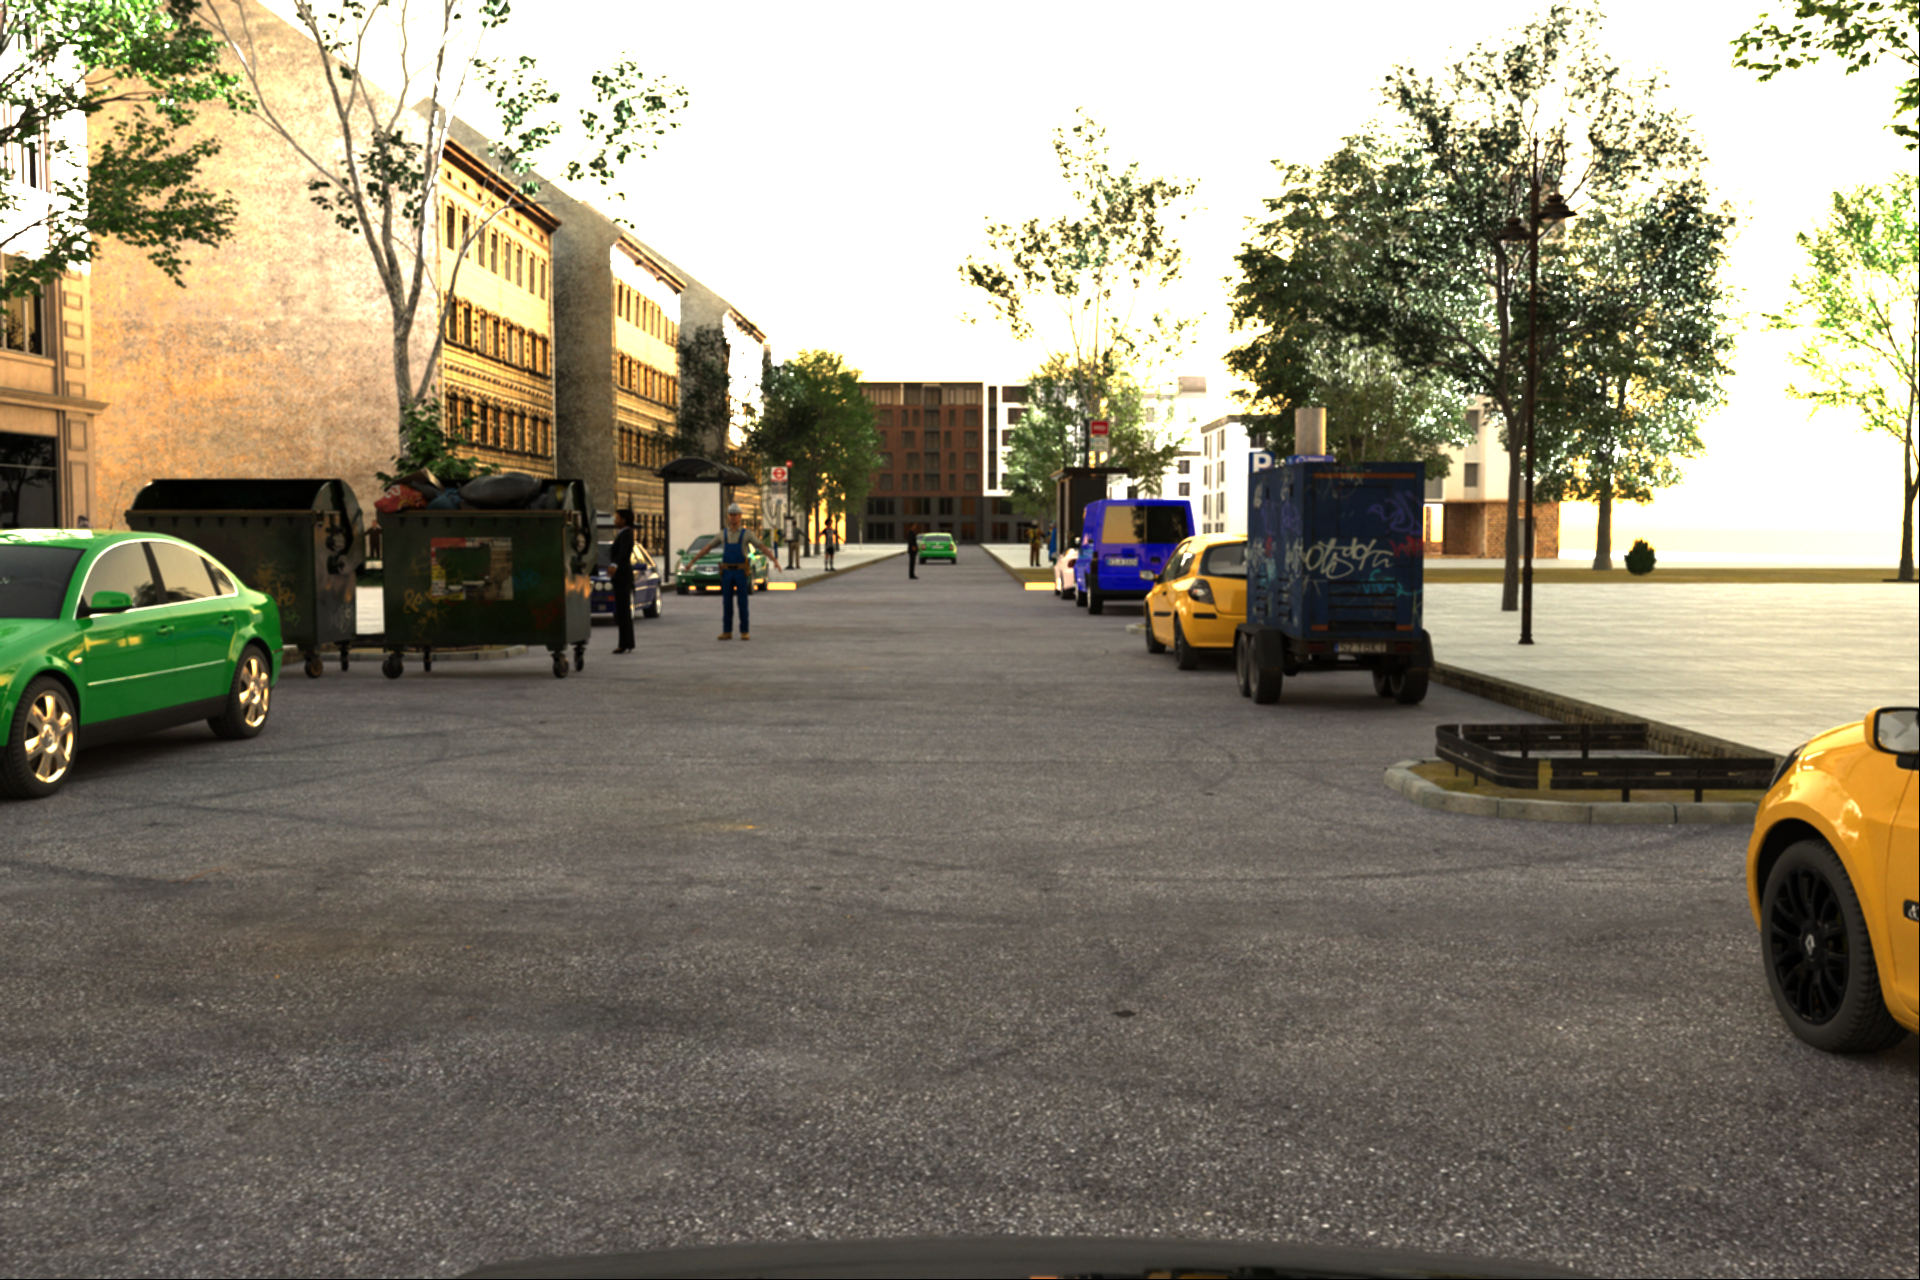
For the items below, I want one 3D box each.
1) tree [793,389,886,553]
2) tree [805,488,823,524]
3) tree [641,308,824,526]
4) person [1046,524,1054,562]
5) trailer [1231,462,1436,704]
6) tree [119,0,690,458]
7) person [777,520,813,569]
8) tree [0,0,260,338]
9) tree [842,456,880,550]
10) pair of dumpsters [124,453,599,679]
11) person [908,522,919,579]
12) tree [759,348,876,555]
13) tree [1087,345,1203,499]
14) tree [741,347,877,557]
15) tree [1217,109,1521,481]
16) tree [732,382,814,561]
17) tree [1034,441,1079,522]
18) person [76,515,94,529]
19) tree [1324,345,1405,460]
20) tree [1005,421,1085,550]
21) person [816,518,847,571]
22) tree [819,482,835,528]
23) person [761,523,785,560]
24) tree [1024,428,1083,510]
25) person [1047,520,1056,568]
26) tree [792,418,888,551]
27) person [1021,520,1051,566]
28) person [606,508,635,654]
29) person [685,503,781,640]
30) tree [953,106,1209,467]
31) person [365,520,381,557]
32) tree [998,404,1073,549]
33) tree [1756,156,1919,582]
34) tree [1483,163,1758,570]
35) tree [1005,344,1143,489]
[{"bbox_3d":[-8.729,-11.706,117.147,9.928,11.665,9.643,0,3,0],"label":"tree"},{"bbox_3d":[-22.214,-19.464,236.364,7.486,12.596,7.792,0,3,0],"label":"tree"},{"bbox_3d":[-9.153,-8.330,70.611,8.767,10.594,7.601,2,4,24],"label":"tree"},{"bbox_3d":[4.323,-4.500,80.031,0.721,1.772,1.216,3,5,40],"label":"person"},{"bbox_3d":[3.187,-0.525,15.632,1.471,1.999,3.904,0,3,0],"label":"trailer"},{"bbox_3d":[-11.589,-10.964,35.151,12.611,20.169,13.585,0,3,0],"label":"tree"},{"bbox_3d":[-6.122,-3.535,64.073,1.348,1.796,0.705,0,4,4],"label":"person"},{"bbox_3d":[-12.449,-5.801,20.603,9.928,11.665,9.643,0,3,0],"label":"tree"},{"bbox_3d":[-7.926,-11.717,141.930,4.360,8.622,3.978,0,3,0],"label":"tree"},{"bbox_3d":[-5.999,-0.771,17.563,4.436,2.255,1.574,0,4,1],"label":"pair of dumpsters"},{"bbox_3d":[-1.491,-2.861,55.455,0.704,1.802,1.346,0,4,3],"label":"person"},{"bbox_3d":[-9.142,-11.501,106.166,7.486,12.596,7.792,0,3,0],"label":"tree"},{"bbox_3d":[7.144,-7.208,68.217,4.737,8.622,4.395,0,3,0],"label":"tree"},{"bbox_3d":[-8.276,-10.363,95.187,9.928,11.665,9.643,0,3,0],"label":"tree"},{"bbox_3d":[12.035,-8.891,52.019,9.857,13.997,8.962,0,3,0],"label":"tree"},{"bbox_3d":[-8.910,-8.041,81.829,4.360,8.622,3.978,0,3,0],"label":"tree"},{"bbox_3d":[6.816,-10.801,126.966,4.360,8.622,3.978,0,3,0],"label":"tree"},{"bbox_3d":[-21.466,-2.184,42.418,0.621,1.740,0.551,0,4,-3],"label":"person"},{"bbox_3d":[14.422,-6.785,61.297,4.360,8.622,3.978,0,3,0],"label":"tree"},{"bbox_3d":[7.292,-12.416,137.421,8.767,10.594,7.601,3,5,45],"label":"tree"},{"bbox_3d":[-4.506,-3.292,59.972,1.345,1.843,0.704,-3,5,-45],"label":"person"},{"bbox_3d":[-17.728,-17.911,243.199,4.360,8.622,3.978,0,3,0],"label":"tree"},{"bbox_3d":[-9.119,-4.817,84.727,1.349,1.833,0.705,2,4,23],"label":"person"},{"bbox_3d":[6.486,-9.996,113.792,4.737,8.622,4.395,0,3,0],"label":"tree"},{"bbox_3d":[3.610,-3.674,66.192,0.704,1.817,1.347,-1,4,-14],"label":"person"},{"bbox_3d":[-9.173,-12.428,128.953,9.928,11.665,9.643,0,3,0],"label":"tree"},{"bbox_3d":[2.988,-3.849,68.695,1.354,1.858,0.705,2,4,32],"label":"person"},{"bbox_3d":[-4.131,-0.715,20.864,0.721,1.740,1.216,0,4,-6],"label":"person"},{"bbox_3d":[-3.059,-0.930,23.513,1.347,1.847,0.705,1,4,9],"label":"person"},{"bbox_3d":[5.380,-13.691,79.730,12.611,20.169,13.585,0,3,0],"label":"tree"},{"bbox_3d":[-22.241,-3.652,65.846,1.346,1.812,0.704,-1,4,-21],"label":"person"},{"bbox_3d":[6.737,-14.271,151.455,7.486,12.596,7.792,0,3,0],"label":"tree"},{"bbox_3d":[25.697,-7.376,46.348,9.928,11.665,9.643,0,3,0],"label":"tree"},{"bbox_3d":[22.843,-9.457,61.276,9.857,13.997,8.962,0,3,0],"label":"tree"},{"bbox_3d":[6.278,-10.363,95.186,9.928,11.665,9.643,0,3,0],"label":"tree"}]
